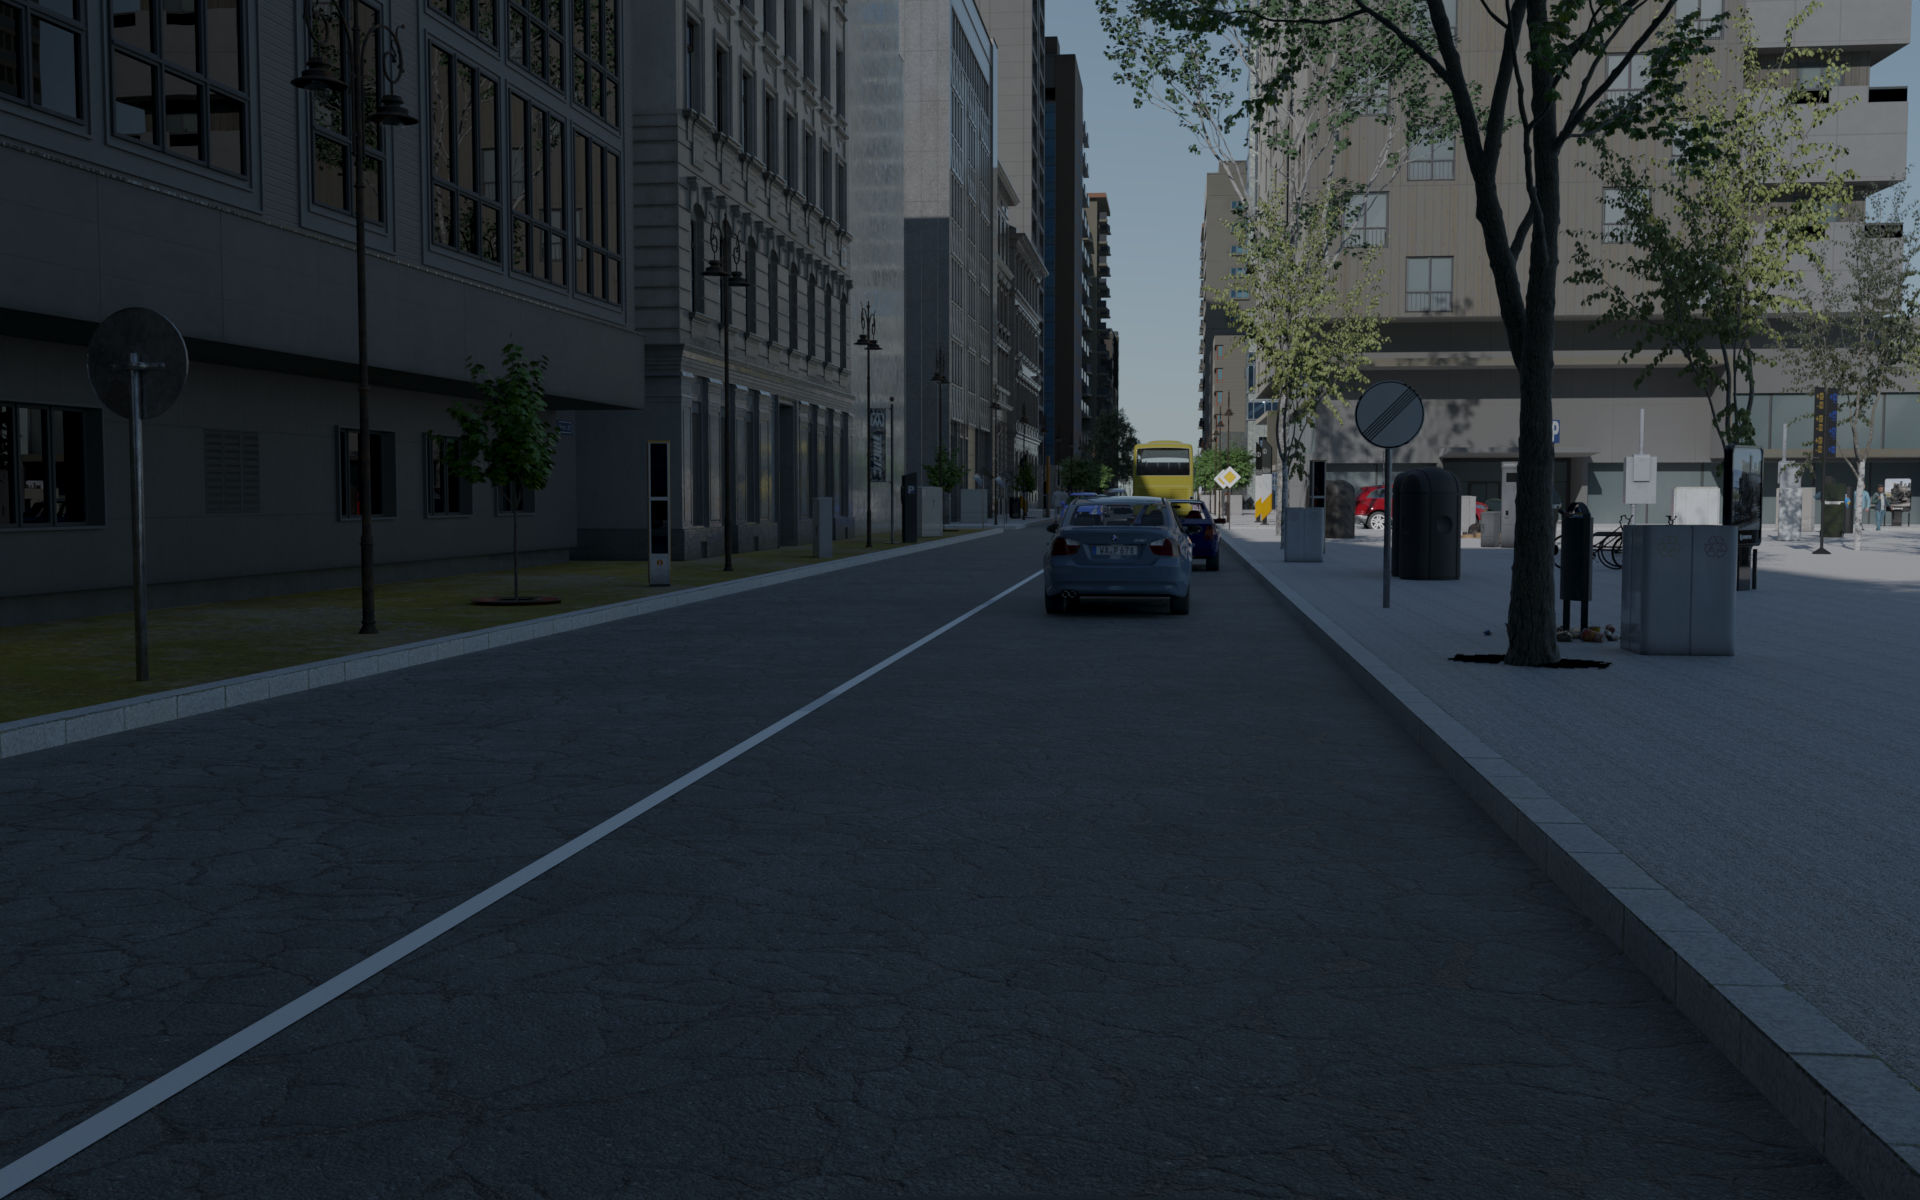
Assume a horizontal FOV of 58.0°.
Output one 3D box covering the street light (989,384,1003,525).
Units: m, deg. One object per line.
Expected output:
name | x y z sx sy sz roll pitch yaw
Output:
street light | 1.485 -6.053 71.747 0.468 5.910 1.993 0 4 7

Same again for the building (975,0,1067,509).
building | -0.673 -43.924 156.407 20.563 71.187 20.611 0 4 7

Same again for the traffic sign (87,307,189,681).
traffic sign | -5.617 -0.717 11.823 0.768 2.556 0.104 1 4 11

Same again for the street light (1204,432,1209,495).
street light | 16.846 -8.784 116.407 0.468 5.910 1.993 0 4 7

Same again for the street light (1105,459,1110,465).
street light | 15.642 -13.099 186.964 0.468 5.910 1.993 0 4 7

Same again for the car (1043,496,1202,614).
car | 2.058 -0.611 21.987 2.014 1.417 4.499 0 4 8

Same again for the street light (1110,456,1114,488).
street light | 17.187 -13.888 199.856 0.468 5.910 1.993 0 4 7

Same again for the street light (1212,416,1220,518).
street light | 13.520 -7.175 90.092 0.468 5.910 1.993 0 4 7

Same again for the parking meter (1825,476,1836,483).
parking meter | 28.540 -3.130 56.883 0.399 1.863 0.255 -3 5 -41

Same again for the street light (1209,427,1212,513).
street light | 15.209 -7.962 102.967 0.468 5.910 1.993 0 4 7

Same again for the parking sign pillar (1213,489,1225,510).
parking sign pillar | 20.455 -9.172 138.429 1.447 3.967 1.447 0 4 7

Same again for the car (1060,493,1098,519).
car | 5.300 -3.973 74.546 1.945 1.707 3.694 0 4 8

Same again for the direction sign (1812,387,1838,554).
direction sign | 18.403 -2.746 36.892 0.876 3.537 0.379 -3 4 -35

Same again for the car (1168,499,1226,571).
car | 4.202 -1.296 33.762 1.945 1.354 3.894 1 4 9

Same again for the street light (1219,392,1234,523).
street light | 11.960 -6.386 77.201 0.468 5.910 1.993 0 4 7

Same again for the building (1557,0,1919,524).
building | 28.947 -30.219 83.320 27.495 52.752 28.713 0 4 7

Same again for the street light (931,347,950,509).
street light | -0.615 -4.999 54.521 0.468 5.910 1.993 0 4 7

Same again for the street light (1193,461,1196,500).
street light | 23.131 -11.937 167.962 0.468 5.910 1.993 0 4 7

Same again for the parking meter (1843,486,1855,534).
parking meter | 28.838 -2.927 56.272 0.372 1.533 0.369 0 3 0

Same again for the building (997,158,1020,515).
building | -2.798 -16.758 102.879 11.050 23.489 19.941 0 4 7

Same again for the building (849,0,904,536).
building | -10.963 -12.373 57.044 16.860 20.320 10.420 0 4 7

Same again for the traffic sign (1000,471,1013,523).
traffic sign | 2.038 -4.512 75.901 0.606 2.300 0.079 1 4 9

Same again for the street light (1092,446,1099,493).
street light | 12.445 -11.523 161.191 0.468 5.910 1.993 0 4 7

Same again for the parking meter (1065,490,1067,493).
parking meter | 7.597 -6.933 121.762 0.372 1.533 0.369 0 3 0

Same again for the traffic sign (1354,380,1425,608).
traffic sign | 4.814 -1.185 19.473 0.768 2.556 0.104 1 4 10

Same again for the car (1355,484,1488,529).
car | 17.103 -3.433 64.805 5.304 1.827 2.281 0 4 7

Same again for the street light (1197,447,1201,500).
street light | 20.216 -10.483 144.191 0.468 5.910 1.993 0 4 7

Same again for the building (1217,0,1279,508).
building | 37.312 -52.458 170.362 22.319 86.520 31.000 0 4 7

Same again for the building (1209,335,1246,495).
building | 43.251 -21.816 201.736 27.650 21.520 28.899 0 4 7

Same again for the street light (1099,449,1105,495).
street light | 14.039 -12.311 174.078 0.468 5.910 1.993 0 4 7

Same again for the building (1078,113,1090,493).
building | 3.195 -35.355 197.661 23.786 49.044 30.456 0 4 7

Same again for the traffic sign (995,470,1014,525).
traffic sign | 1.828 -4.131 71.191 0.795 2.450 0.064 0 4 7

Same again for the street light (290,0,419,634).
street light | -5.445 -2.629 15.772 0.468 5.910 1.993 0 4 7

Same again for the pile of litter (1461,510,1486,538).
pile of litter | 15.370 -2.224 50.321 1.719 0.858 1.176 2 4 34

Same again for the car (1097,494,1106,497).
car | 8.427 -5.847 107.606 2.014 1.417 4.499 0 4 7

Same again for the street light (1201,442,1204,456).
street light | 18.506 -9.595 129.658 0.468 5.910 1.993 0 4 7

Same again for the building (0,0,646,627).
building | -14.037 -13.876 20.388 14.314 27.812 24.014 0 4 7

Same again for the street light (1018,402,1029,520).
street light | 3.160 -6.896 85.543 0.468 5.910 1.993 0 4 7

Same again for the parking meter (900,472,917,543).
parking meter | -1.345 -2.443 45.651 0.399 1.863 0.255 -1 4 -22

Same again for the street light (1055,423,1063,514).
street light | 6.344 -8.473 111.317 0.468 5.910 1.993 0 4 7

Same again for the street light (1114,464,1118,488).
street light | 18.872 -14.691 212.991 0.468 5.910 1.993 0 4 7

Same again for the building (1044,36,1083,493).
building | 5.043 -32.086 174.710 14.600 45.320 14.200 0 4 7

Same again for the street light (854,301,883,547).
street light | -2.194 -4.211 41.632 0.468 5.910 1.993 0 4 7

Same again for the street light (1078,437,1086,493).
street light | 9.541 -10.082 137.628 0.468 5.910 1.993 0 4 7

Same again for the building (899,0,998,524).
building | -5.194 -16.212 83.083 12.078 24.808 19.932 0 4 7

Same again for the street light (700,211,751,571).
street light | -3.857 -3.417 28.659 0.468 5.910 1.993 0 4 7

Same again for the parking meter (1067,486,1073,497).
parking meter | 7.572 -6.930 119.021 0.399 1.863 0.255 1 4 12

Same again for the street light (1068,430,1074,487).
street light | 8.013 -9.285 124.594 0.468 5.910 1.993 0 4 7

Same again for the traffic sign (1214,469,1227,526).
traffic sign | 10.653 -4.064 70.087 0.795 2.450 0.064 0 4 7

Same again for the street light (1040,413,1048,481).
street light | 4.793 -7.684 98.425 0.468 5.910 1.993 0 4 7

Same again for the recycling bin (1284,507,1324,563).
recycling bin | 6.524 -1.241 32.839 0.722 1.027 0.722 1 4 11

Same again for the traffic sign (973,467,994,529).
traffic sign | 0.852 -3.647 63.266 0.795 2.450 0.064 0 4 7

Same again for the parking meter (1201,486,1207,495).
parking meter | 17.335 -7.168 122.913 0.255 1.863 0.399 -2 4 -35

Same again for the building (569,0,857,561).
building | -8.811 -11.784 41.814 9.793 20.994 18.267 0 4 7

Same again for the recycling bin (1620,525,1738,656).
recycling bin | 5.822 -0.092 14.054 0.722 1.027 0.722 0 4 7

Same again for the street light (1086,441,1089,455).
street light | 10.750 -10.702 147.768 0.468 5.910 1.993 0 4 7

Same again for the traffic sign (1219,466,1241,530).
traffic sign | 9.677 -3.579 62.162 0.795 2.450 0.064 0 4 7

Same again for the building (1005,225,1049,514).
building | -0.235 -17.560 123.254 11.583 22.565 21.152 0 4 7

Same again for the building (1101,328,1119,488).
building | 19.928 -32.104 296.607 14.160 30.474 14.107 0 4 7
